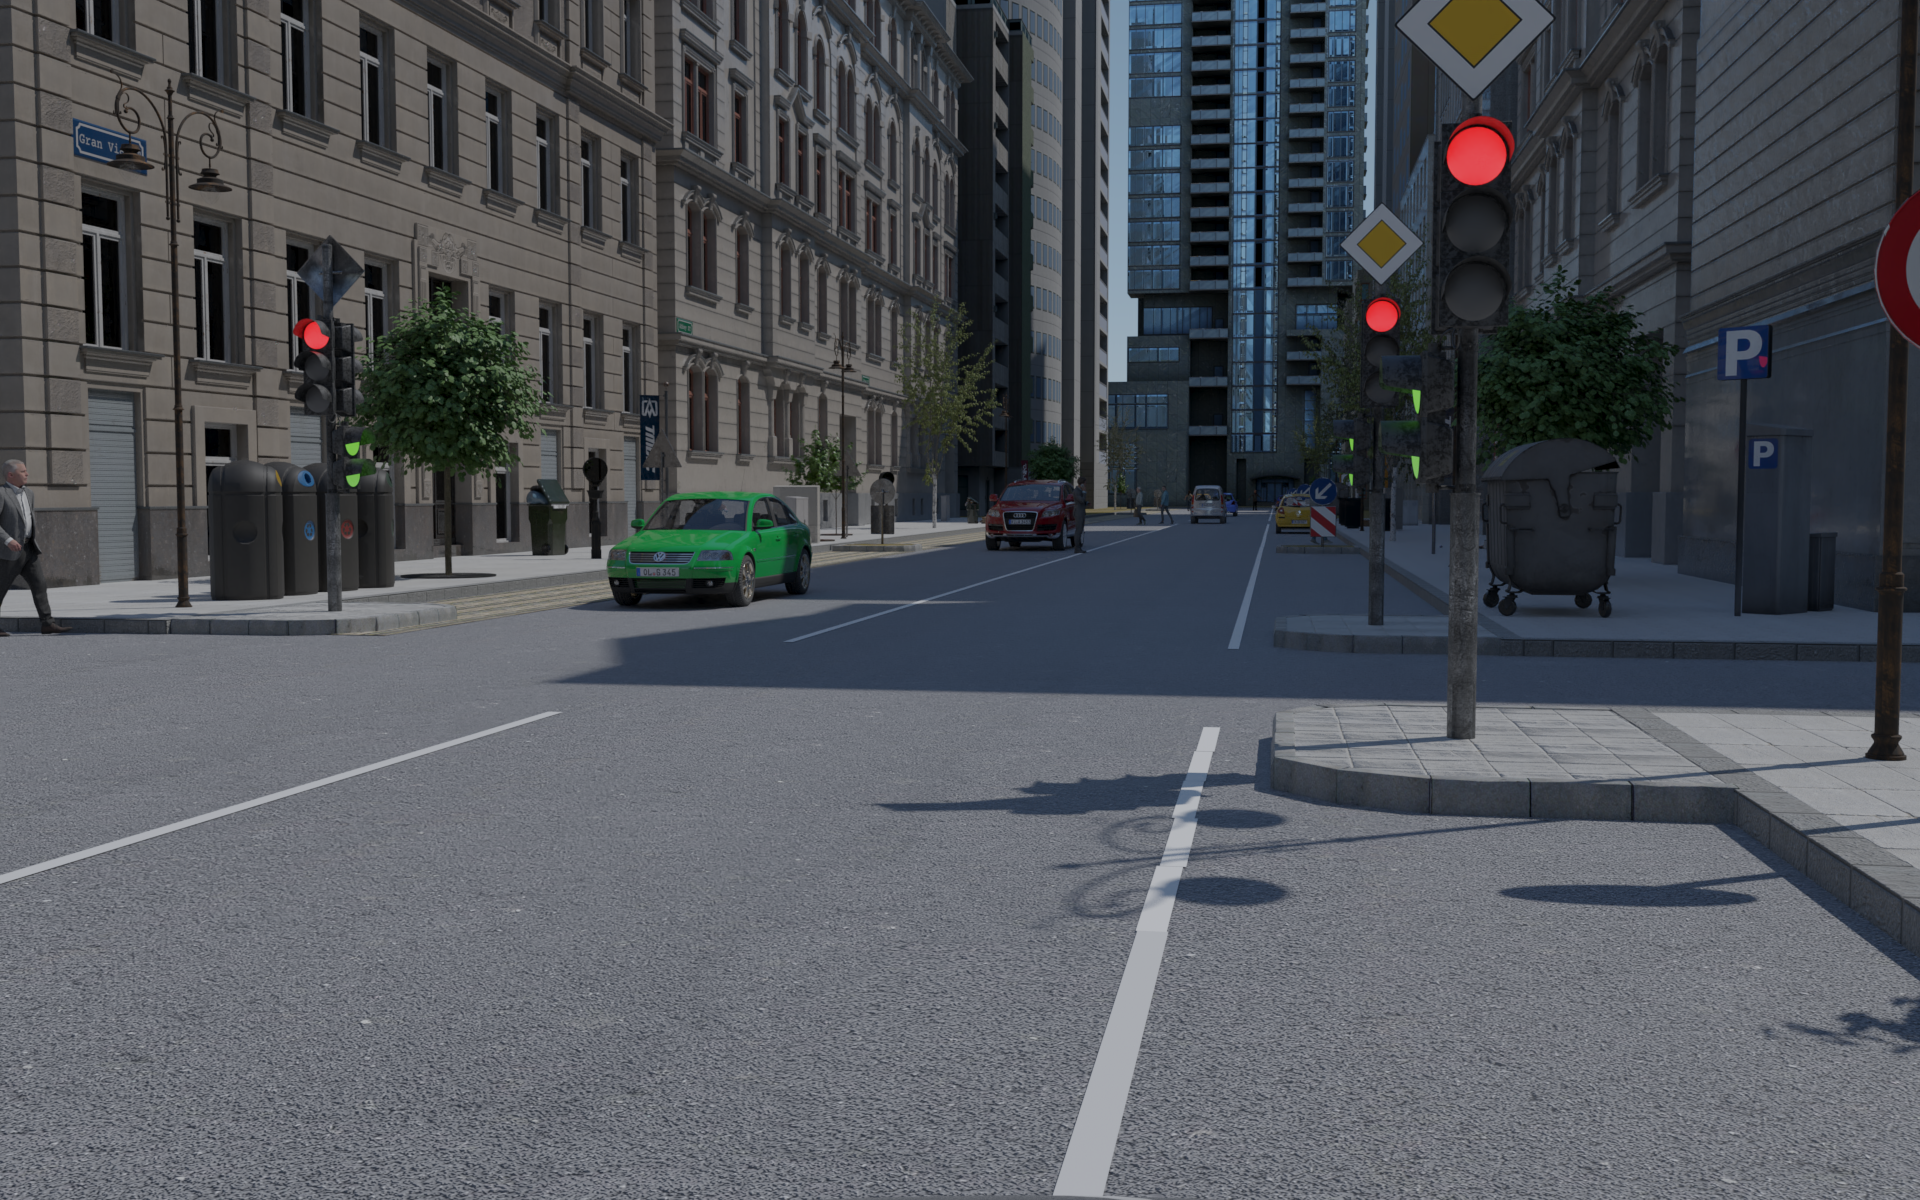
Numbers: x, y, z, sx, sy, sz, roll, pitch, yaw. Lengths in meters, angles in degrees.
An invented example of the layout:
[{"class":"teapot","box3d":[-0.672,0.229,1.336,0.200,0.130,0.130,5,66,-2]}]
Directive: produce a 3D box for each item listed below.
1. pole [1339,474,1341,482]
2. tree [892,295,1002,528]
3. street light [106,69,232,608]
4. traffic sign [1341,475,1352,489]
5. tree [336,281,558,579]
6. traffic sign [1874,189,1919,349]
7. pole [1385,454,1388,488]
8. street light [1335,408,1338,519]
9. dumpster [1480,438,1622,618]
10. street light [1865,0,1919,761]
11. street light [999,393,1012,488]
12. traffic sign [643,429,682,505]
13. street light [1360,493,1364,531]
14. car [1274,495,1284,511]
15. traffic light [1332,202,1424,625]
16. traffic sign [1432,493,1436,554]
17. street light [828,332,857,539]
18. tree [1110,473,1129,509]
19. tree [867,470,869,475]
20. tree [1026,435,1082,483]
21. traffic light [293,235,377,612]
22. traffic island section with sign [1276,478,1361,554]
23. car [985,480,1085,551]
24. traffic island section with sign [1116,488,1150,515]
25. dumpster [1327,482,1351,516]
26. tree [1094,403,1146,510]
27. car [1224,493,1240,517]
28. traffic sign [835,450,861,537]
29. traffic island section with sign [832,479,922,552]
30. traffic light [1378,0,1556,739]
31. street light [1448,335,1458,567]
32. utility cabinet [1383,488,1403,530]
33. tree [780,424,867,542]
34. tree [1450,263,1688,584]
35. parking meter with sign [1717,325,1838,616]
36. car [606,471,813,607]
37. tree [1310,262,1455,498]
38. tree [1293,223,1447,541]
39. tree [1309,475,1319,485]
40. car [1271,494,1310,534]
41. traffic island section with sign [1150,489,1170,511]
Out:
[{"class":"pole","box3d":[19.897,-5.904,90.379,0.158,3.312,0.155,0,3,0]},{"class":"tree","box3d":[-0.759,-7.020,65.133,4.737,8.622,4.395,0,3,0]},{"class":"street light","box3d":[-8.795,-2.854,19.444,0.468,5.910,1.993,1,4,10]},{"class":"traffic sign","box3d":[20.027,-5.353,89.653,0.606,2.300,0.079,1,4,11]},{"class":"tree","box3d":[-7.855,-2.631,26.735,4.285,4.588,4.351,0,3,0]},{"class":"traffic sign","box3d":[3.990,-0.411,6.820,0.768,2.556,0.104,1,4,18]},{"class":"pole","box3d":[20.798,-5.545,84.510,0.158,3.312,0.155,0,3,0]},{"class":"street light","box3d":[19.400,-7.124,89.272,0.468,5.910,1.993,1,4,10]},{"class":"dumpster","box3d":[6.374,-0.793,18.724,1.264,1.857,1.865,1,4,10]},{"class":"street light","box3d":[4.493,-2.167,8.226,0.468,5.910,1.993,1,4,10]},{"class":"street light","box3d":[2.107,-6.500,79.068,0.468,5.910,1.993,1,4,10]},{"class":"traffic sign","box3d":[-5.983,-2.125,34.754,0.884,2.594,0.081,1,4,20]},{"class":"street light","box3d":[13.922,-5.322,59.800,0.468,5.910,1.993,1,4,10]},{"class":"car","box3d":[27.762,-8.269,147.775,1.945,1.354,3.894,1,4,9]},{"class":"traffic light","box3d":[4.059,-1.709,16.868,0.839,4.253,0.868,1,4,10]},{"class":"traffic sign","box3d":[10.110,-2.250,36.901,0.768,2.556,0.104,1,4,11]},{"class":"street light","box3d":[-3.340,-4.690,49.477,0.468,5.910,1.993,1,4,10]},{"class":"tree","box3d":[13.549,-9.195,144.938,1.663,3.219,1.824,0,3,0]},{"class":"tree","box3d":[-3.848,-3.600,53.469,1.663,3.219,1.824,0,3,0]},{"class":"tree","box3d":[5.003,-6.833,95.439,4.285,4.588,4.351,0,3,0]},{"class":"traffic light","box3d":[-6.825,-1.830,18.836,0.839,4.253,0.868,1,4,10]},{"class":"traffic island section with sign","box3d":[8.761,-2.067,42.418,1.989,1.847,2.006,1,4,10]},{"class":"car","box3d":[2.028,-2.260,45.621,2.281,1.827,5.304,1,4,12]},{"class":"traffic island section with sign","box3d":[11.842,-6.770,119.320,1.989,1.847,2.006,1,4,10]},{"class":"dumpster","box3d":[18.480,-4.832,84.757,1.264,1.857,1.865,1,4,10]},{"class":"tree","box3d":[12.664,-11.574,139.596,4.360,8.622,3.978,0,3,0]},{"class":"car","box3d":[17.039,-6.248,111.749,1.945,1.707,3.694,1,4,11]},{"class":"traffic sign","box3d":[-3.359,-3.139,51.330,0.884,2.594,0.081,1,4,14]},{"class":"traffic island section with sign","box3d":[-2.015,-2.138,43.586,1.989,1.847,2.006,1,4,10]},{"class":"traffic light","box3d":[2.622,-1.229,9.013,0.839,4.253,0.868,1,4,10]},{"class":"street light","box3d":[8.679,-3.517,30.286,0.468,5.910,1.993,1,4,10]},{"class":"utility cabinet","box3d":[15.294,-3.235,61.575,1.173,1.500,0.318,-3,5,-44]},{"class":"tree","box3d":[-3.830,-3.210,47.088,1.663,3.219,1.824,0,3,0]},{"class":"tree","box3d":[8.562,-2.517,24.860,4.285,4.588,4.351,0,3,0]},{"class":"parking meter with sign","box3d":[8.820,-1.366,18.600,1.738,3.016,0.543,-3,4,-38]},{"class":"car","box3d":[-3.309,-0.901,23.531,1.959,1.807,4.718,1,4,10]},{"class":"tree","box3d":[13.281,-6.387,54.788,4.360,8.622,3.978,0,3,0]},{"class":"tree","box3d":[11.707,-5.927,47.270,4.737,8.622,4.395,0,3,0]},{"class":"tree","box3d":[32.247,-10.015,158.354,1.663,3.219,1.824,0,3,0]},{"class":"car","box3d":[12.487,-3.276,63.782,2.015,1.641,3.980,1,4,11]},{"class":"traffic island section with sign","box3d":[16.689,-8.392,145.838,1.989,1.847,2.006,1,4,10]}]
